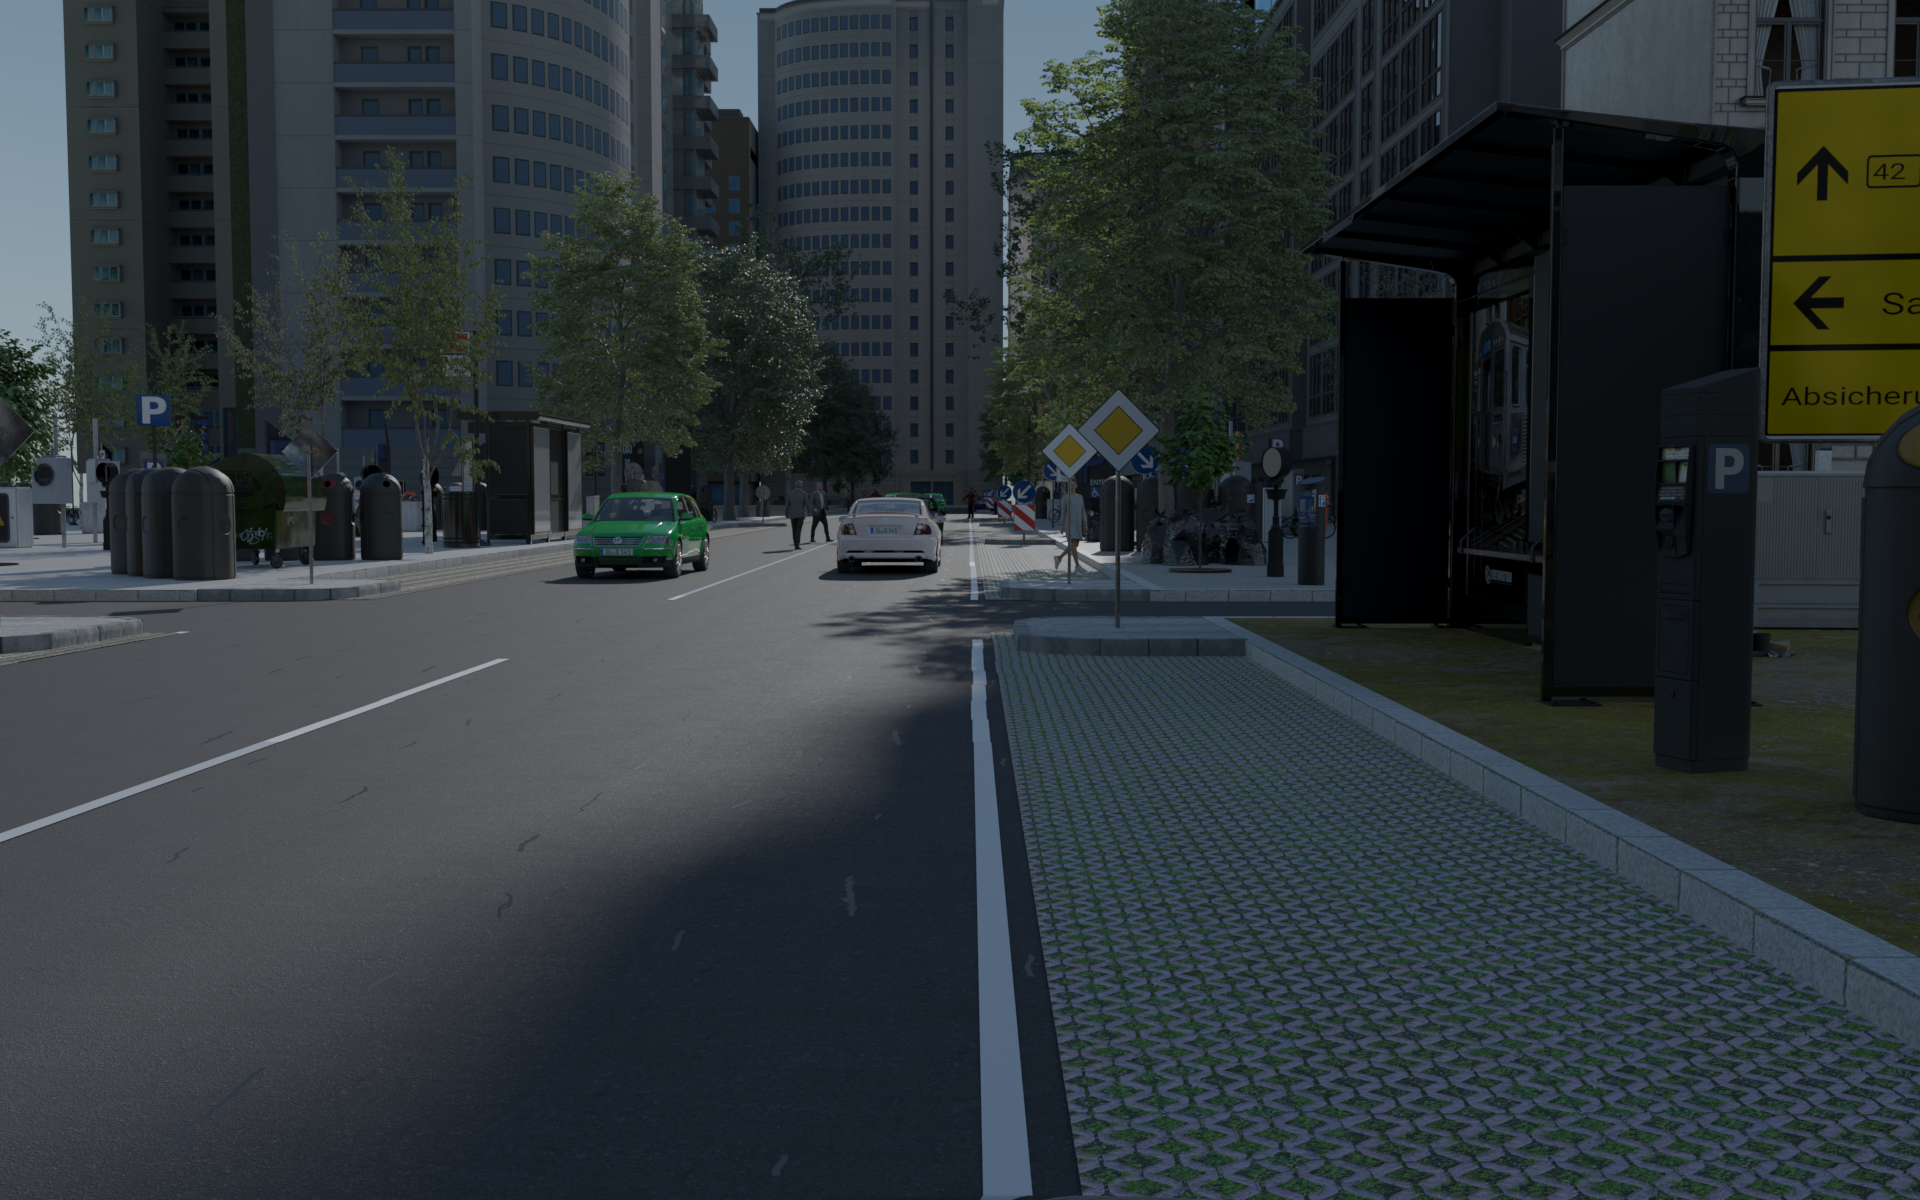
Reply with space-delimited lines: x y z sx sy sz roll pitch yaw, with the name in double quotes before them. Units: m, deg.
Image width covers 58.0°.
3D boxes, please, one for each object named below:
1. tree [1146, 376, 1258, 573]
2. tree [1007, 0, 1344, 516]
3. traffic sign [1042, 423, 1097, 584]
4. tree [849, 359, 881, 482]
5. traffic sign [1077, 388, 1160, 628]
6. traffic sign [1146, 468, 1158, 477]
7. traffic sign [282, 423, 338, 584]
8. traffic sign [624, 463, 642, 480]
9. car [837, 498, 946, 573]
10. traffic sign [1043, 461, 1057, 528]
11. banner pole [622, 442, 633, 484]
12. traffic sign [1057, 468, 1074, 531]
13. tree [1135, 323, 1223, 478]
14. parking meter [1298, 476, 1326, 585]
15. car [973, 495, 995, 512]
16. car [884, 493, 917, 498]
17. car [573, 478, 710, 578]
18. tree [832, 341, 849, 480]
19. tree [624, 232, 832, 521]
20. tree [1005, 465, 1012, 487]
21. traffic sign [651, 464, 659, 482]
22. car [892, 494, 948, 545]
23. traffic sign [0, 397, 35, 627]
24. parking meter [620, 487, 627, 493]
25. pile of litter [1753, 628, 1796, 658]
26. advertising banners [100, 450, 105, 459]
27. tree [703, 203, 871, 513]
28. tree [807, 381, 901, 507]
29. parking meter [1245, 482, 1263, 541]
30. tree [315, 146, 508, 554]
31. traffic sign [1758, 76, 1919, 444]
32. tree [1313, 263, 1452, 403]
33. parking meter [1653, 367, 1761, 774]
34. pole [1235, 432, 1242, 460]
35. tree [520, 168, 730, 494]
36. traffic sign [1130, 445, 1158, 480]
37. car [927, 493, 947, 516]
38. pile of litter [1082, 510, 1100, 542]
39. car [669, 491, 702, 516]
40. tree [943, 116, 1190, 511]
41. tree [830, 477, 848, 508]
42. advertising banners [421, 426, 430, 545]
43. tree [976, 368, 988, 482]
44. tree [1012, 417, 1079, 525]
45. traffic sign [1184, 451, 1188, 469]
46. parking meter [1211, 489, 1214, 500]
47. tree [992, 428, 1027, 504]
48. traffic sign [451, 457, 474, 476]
"tree" 3.832 -2.072 28.483 1.663 3.219 1.824 0 3 0
"tree" 4.764 -7.224 36.239 7.486 12.596 7.792 0 3 0
"traffic sign" 1.550 -1.280 24.567 0.795 2.450 0.064 0 4 0
"tree" -10.826 -14.190 138.666 9.857 13.997 8.962 0 3 0
"traffic sign" 1.510 -0.791 16.582 0.795 2.450 0.064 0 4 0
"traffic sign" 6.426 -3.539 57.974 0.768 2.556 0.104 0 4 4
"traffic sign" -9.244 -1.284 24.641 0.795 2.450 0.064 0 4 0
"traffic sign" -13.211 -4.275 69.997 0.768 2.556 0.104 1 4 8
"car" -1.309 -1.258 32.938 2.083 1.381 4.827 0 4 0
"traffic sign" 3.518 -4.000 65.510 0.768 2.556 0.104 1 4 10
"banner pole" -14.196 -5.086 73.171 0.863 3.779 0.401 -1 4 -9
"traffic sign" 3.612 -3.502 59.395 0.606 2.300 0.079 1 4 10
"tree" 9.371 -7.498 72.954 4.360 8.622 3.978 0 3 0
"parking meter" 4.965 -0.981 24.449 0.372 1.533 0.369 0 3 0
"car" 1.886 -7.594 136.738 1.945 1.354 3.894 0 4 -1
"car" -1.982 -3.210 61.280 1.959 1.807 4.718 0 4 0
"car" -5.635 -1.356 30.975 1.959 1.807 4.718 0 4 1
"tree" -12.057 -11.555 95.574 9.857 13.997 8.962 0 3 0
"tree" -11.293 -10.816 83.504 9.857 13.997 8.962 0 3 0
"tree" 5.387 -9.796 143.884 4.285 4.588 4.351 0 3 0
"traffic sign" -12.601 -4.446 72.794 0.768 2.556 0.104 0 4 5
"car" -1.346 -2.452 49.878 2.009 1.686 4.222 0 4 -1
"traffic sign" -9.284 -0.796 16.656 0.795 2.450 0.064 0 4 0
"parking meter" -12.514 -3.412 64.204 0.372 1.533 0.369 0 3 0
"pile of litter" 6.074 -0.023 14.340 1.176 0.858 1.719 -1 4 -14
"advertising banners" -33.596 -4.425 68.539 2.074 3.025 0.090 3 5 43
"tree" -12.918 -15.884 115.593 12.611 20.169 13.585 0 3 0
"tree" -10.648 -15.633 172.601 9.611 12.733 9.660 0 3 0
"parking meter" 6.020 -1.658 35.515 0.372 1.533 0.369 0 3 0
"tree" -11.413 -5.289 36.842 4.737 8.622 4.395 0 3 0
"traffic sign" 5.102 -0.895 8.498 2.265 3.308 0.079 1 4 9
"tree" 11.609 -5.831 45.697 4.360 8.622 3.978 0 3 0
"parking meter" 3.457 -0.143 8.046 0.399 1.863 0.255 -1 4 -16
"pole" 9.076 -3.835 56.540 0.158 3.312 0.155 0 3 0
"tree" -11.789 -8.740 61.033 7.486 12.596 7.792 0 3 0
"traffic sign" 4.796 -2.745 44.987 0.768 2.556 0.104 0 4 4
"car" -1.833 -6.524 115.460 1.959 1.807 4.718 0 4 -2
"pile of litter" 3.840 -2.017 46.949 1.176 0.858 1.719 0 4 -3
"car" -6.743 -1.753 38.893 2.015 1.641 3.980 0 4 0
"tree" 5.552 -14.040 85.439 12.611 20.169 13.585 0 3 0
"tree" -11.201 -10.211 161.543 1.663 3.219 1.824 0 3 0
"advertising banners" -13.600 -2.932 44.118 0.090 3.025 2.074 -1 4 -12
"tree" 4.760 -11.657 108.723 7.486 12.596 7.792 0 3 0
"tree" 4.940 -5.418 72.302 4.285 4.588 4.351 0 3 0
"traffic sign" 5.998 -2.770 45.394 0.768 2.556 0.104 0 4 7
"parking meter" 12.879 -4.939 89.158 0.372 1.533 0.369 0 3 0
"tree" 5.193 -13.270 167.331 4.360 8.622 3.978 0 3 0
"traffic sign" -14.618 -3.127 51.128 0.884 2.594 0.081 1 4 9
